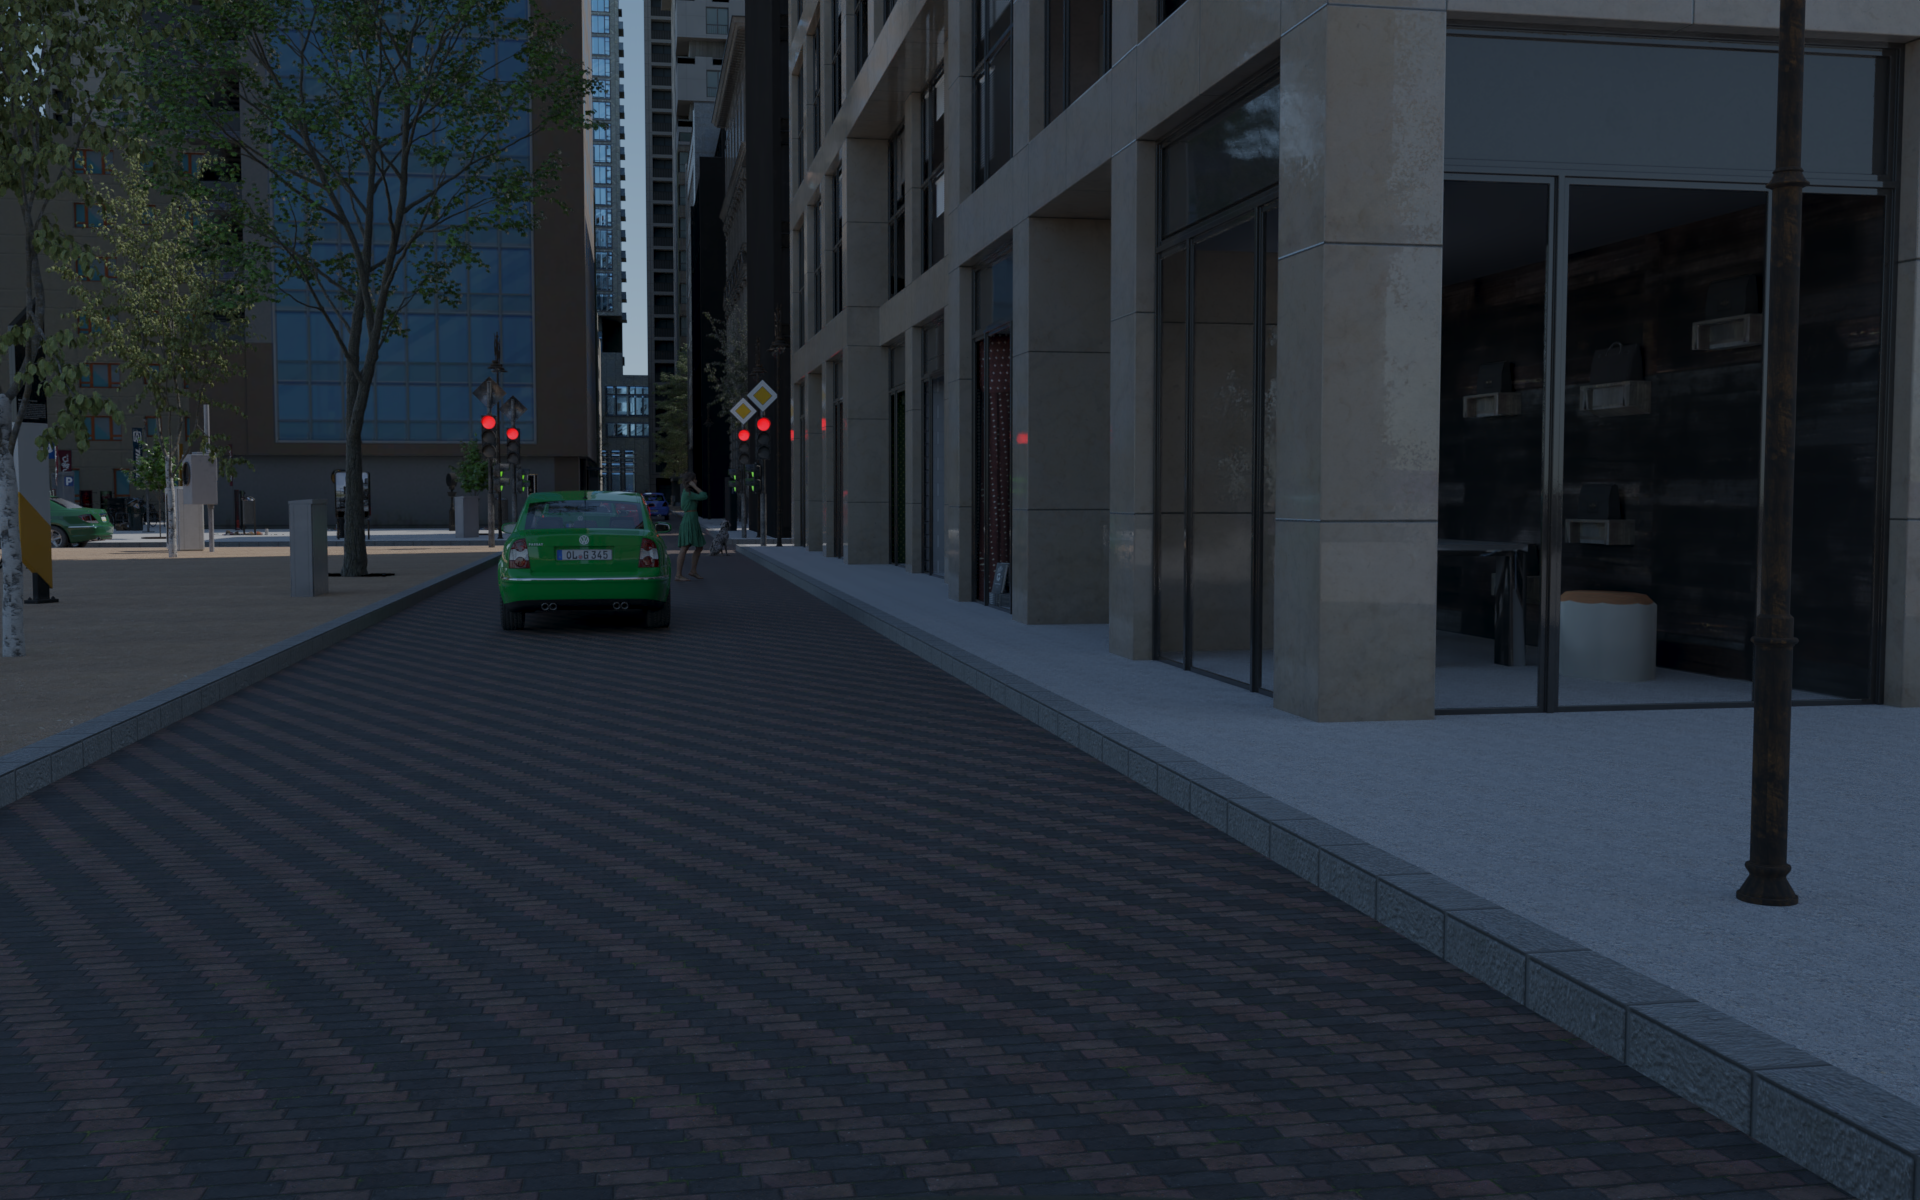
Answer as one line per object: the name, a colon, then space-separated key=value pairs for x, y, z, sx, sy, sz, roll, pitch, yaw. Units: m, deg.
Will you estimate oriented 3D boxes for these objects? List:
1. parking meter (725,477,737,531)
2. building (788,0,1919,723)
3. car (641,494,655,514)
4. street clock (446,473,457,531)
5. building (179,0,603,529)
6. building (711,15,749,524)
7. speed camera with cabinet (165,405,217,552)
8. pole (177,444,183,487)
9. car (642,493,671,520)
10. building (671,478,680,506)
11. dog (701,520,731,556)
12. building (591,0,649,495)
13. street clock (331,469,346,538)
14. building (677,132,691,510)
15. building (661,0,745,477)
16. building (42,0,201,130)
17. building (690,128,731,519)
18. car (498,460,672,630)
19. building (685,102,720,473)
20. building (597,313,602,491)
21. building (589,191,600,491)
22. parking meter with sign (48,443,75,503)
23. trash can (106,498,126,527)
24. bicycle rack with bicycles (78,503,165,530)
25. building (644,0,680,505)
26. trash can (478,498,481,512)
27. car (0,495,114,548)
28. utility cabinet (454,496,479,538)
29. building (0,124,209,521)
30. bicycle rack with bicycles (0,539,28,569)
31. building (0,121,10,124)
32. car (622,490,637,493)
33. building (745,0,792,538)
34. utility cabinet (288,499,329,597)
parking meter: x=-7.960 y=-3.337 z=60.265 sx=0.255 sy=1.863 sz=0.399 roll=3 pitch=4 yaw=36
building: x=8.350 y=-13.628 z=27.339 sx=19.350 sy=26.468 sz=34.151 roll=-1 pitch=4 yaw=-10
car: x=-11.832 y=-3.179 z=61.011 sx=2.155 sy=1.783 sz=4.494 roll=-1 pitch=4 yaw=-10
street clock: x=-17.600 y=-3.391 z=60.011 sx=0.358 sy=2.002 sz=0.471 roll=-3 pitch=5 yaw=-39
building: x=-22.006 y=-25.638 z=69.297 sx=14.600 sy=45.320 sz=14.200 roll=-1 pitch=4 yaw=-10
building: x=-5.367 y=-15.322 z=79.401 sx=11.050 sy=23.489 sz=19.941 roll=-1 pitch=4 yaw=-10
speed camera with cabinet: x=-17.243 y=-2.719 z=38.794 sx=0.660 sy=3.252 sz=2.038 roll=-3 pitch=5 yaw=-40
pole: x=-31.553 y=-4.668 z=70.168 sx=0.158 sy=3.312 sz=0.155 roll=0 pitch=3 yaw=0
car: x=-16.943 y=-5.270 z=95.749 sx=1.945 sy=1.707 sz=3.694 roll=-1 pitch=4 yaw=-9
building: x=-15.475 y=-30.471 z=190.089 sx=32.217 sy=40.220 sz=23.993 roll=-1 pitch=4 yaw=-10
dog: x=-5.710 y=-1.435 z=40.291 sx=0.800 sy=0.831 sz=0.513 roll=-1 pitch=4 yaw=-12
building: x=-54.258 y=-54.988 z=211.731 sx=31.000 sy=86.520 sz=22.319 roll=-1 pitch=4 yaw=-10
street clock: x=-18.013 y=-2.801 z=50.366 sx=0.471 sy=2.002 sz=0.358 roll=1 pitch=4 yaw=19
building: x=-16.089 y=-22.674 z=142.423 sx=14.160 sy=30.474 sz=14.107 roll=-1 pitch=4 yaw=-10
building: x=-13.306 y=-35.152 z=163.974 sx=28.713 sy=52.752 sz=27.495 roll=-1 pitch=4 yaw=-10
building: x=-94.227 y=-46.896 z=204.998 sx=20.611 sy=71.187 sz=20.563 roll=-1 pitch=4 yaw=-10
building: x=-8.739 y=-16.413 z=98.026 sx=12.332 sy=23.373 sz=15.834 roll=-1 pitch=4 yaw=-10
car: x=-4.255 y=-0.670 z=19.748 sx=1.959 sy=1.807 sz=4.718 roll=-1 pitch=4 yaw=-11
building: x=-11.864 y=-18.198 z=115.558 sx=12.078 sy=24.808 sz=19.932 roll=-1 pitch=4 yaw=-10
building: x=-52.829 y=-20.639 z=182.488 sx=28.899 sy=21.520 sz=27.650 roll=-1 pitch=4 yaw=-10
building: x=-40.234 y=-23.580 z=157.238 sx=14.160 sy=30.474 sz=14.107 roll=-1 pitch=4 yaw=-10
parking meter with sign: x=-30.224 y=-3.796 z=58.332 sx=1.738 sy=3.016 sz=0.543 roll=2 pitch=4 yaw=30
trash can: x=-33.289 y=-3.468 z=68.351 sx=0.748 sy=1.137 sz=0.748 roll=0 pitch=3 yaw=0
bicycle rack with bicycles: x=-31.970 y=-3.249 z=66.499 sx=2.852 sy=0.926 sz=2.925 roll=0 pitch=4 yaw=-6
building: x=-28.852 y=-47.612 z=216.716 sx=20.611 sy=71.187 sz=20.563 roll=-1 pitch=4 yaw=-10
trash can: x=-15.954 y=-2.732 z=56.320 sx=0.748 sy=1.137 sz=0.748 roll=0 pitch=3 yaw=0
car: x=-23.980 y=-1.938 z=43.477 sx=4.920 sy=1.459 sz=2.131 roll=-1 pitch=4 yaw=-10
utility cabinet: x=-14.532 y=-2.438 z=51.022 sx=0.306 sy=1.237 sz=1.020 roll=1 pitch=4 yaw=9
building: x=-36.093 y=-15.436 z=97.414 sx=27.650 sy=21.520 sz=28.899 roll=-1 pitch=4 yaw=-10
bicycle rack with bicycles: x=-17.044 y=-0.958 z=29.038 sx=2.925 sy=0.926 sz=2.852 roll=1 pitch=4 yaw=19
building: x=-111.250 y=-33.621 z=199.808 sx=14.200 sy=45.320 sz=14.600 roll=-1 pitch=4 yaw=-10
car: x=-33.315 y=-10.143 z=174.504 sx=2.281 sy=1.827 sz=5.304 roll=-1 pitch=4 yaw=-8
building: x=1.303 y=-13.899 z=56.927 sx=15.834 sy=23.373 sz=12.332 roll=-1 pitch=4 yaw=-10
utility cabinet: x=-8.292 y=-0.666 z=22.046 sx=0.306 sy=1.237 sz=1.020 roll=-1 pitch=4 yaw=-10
